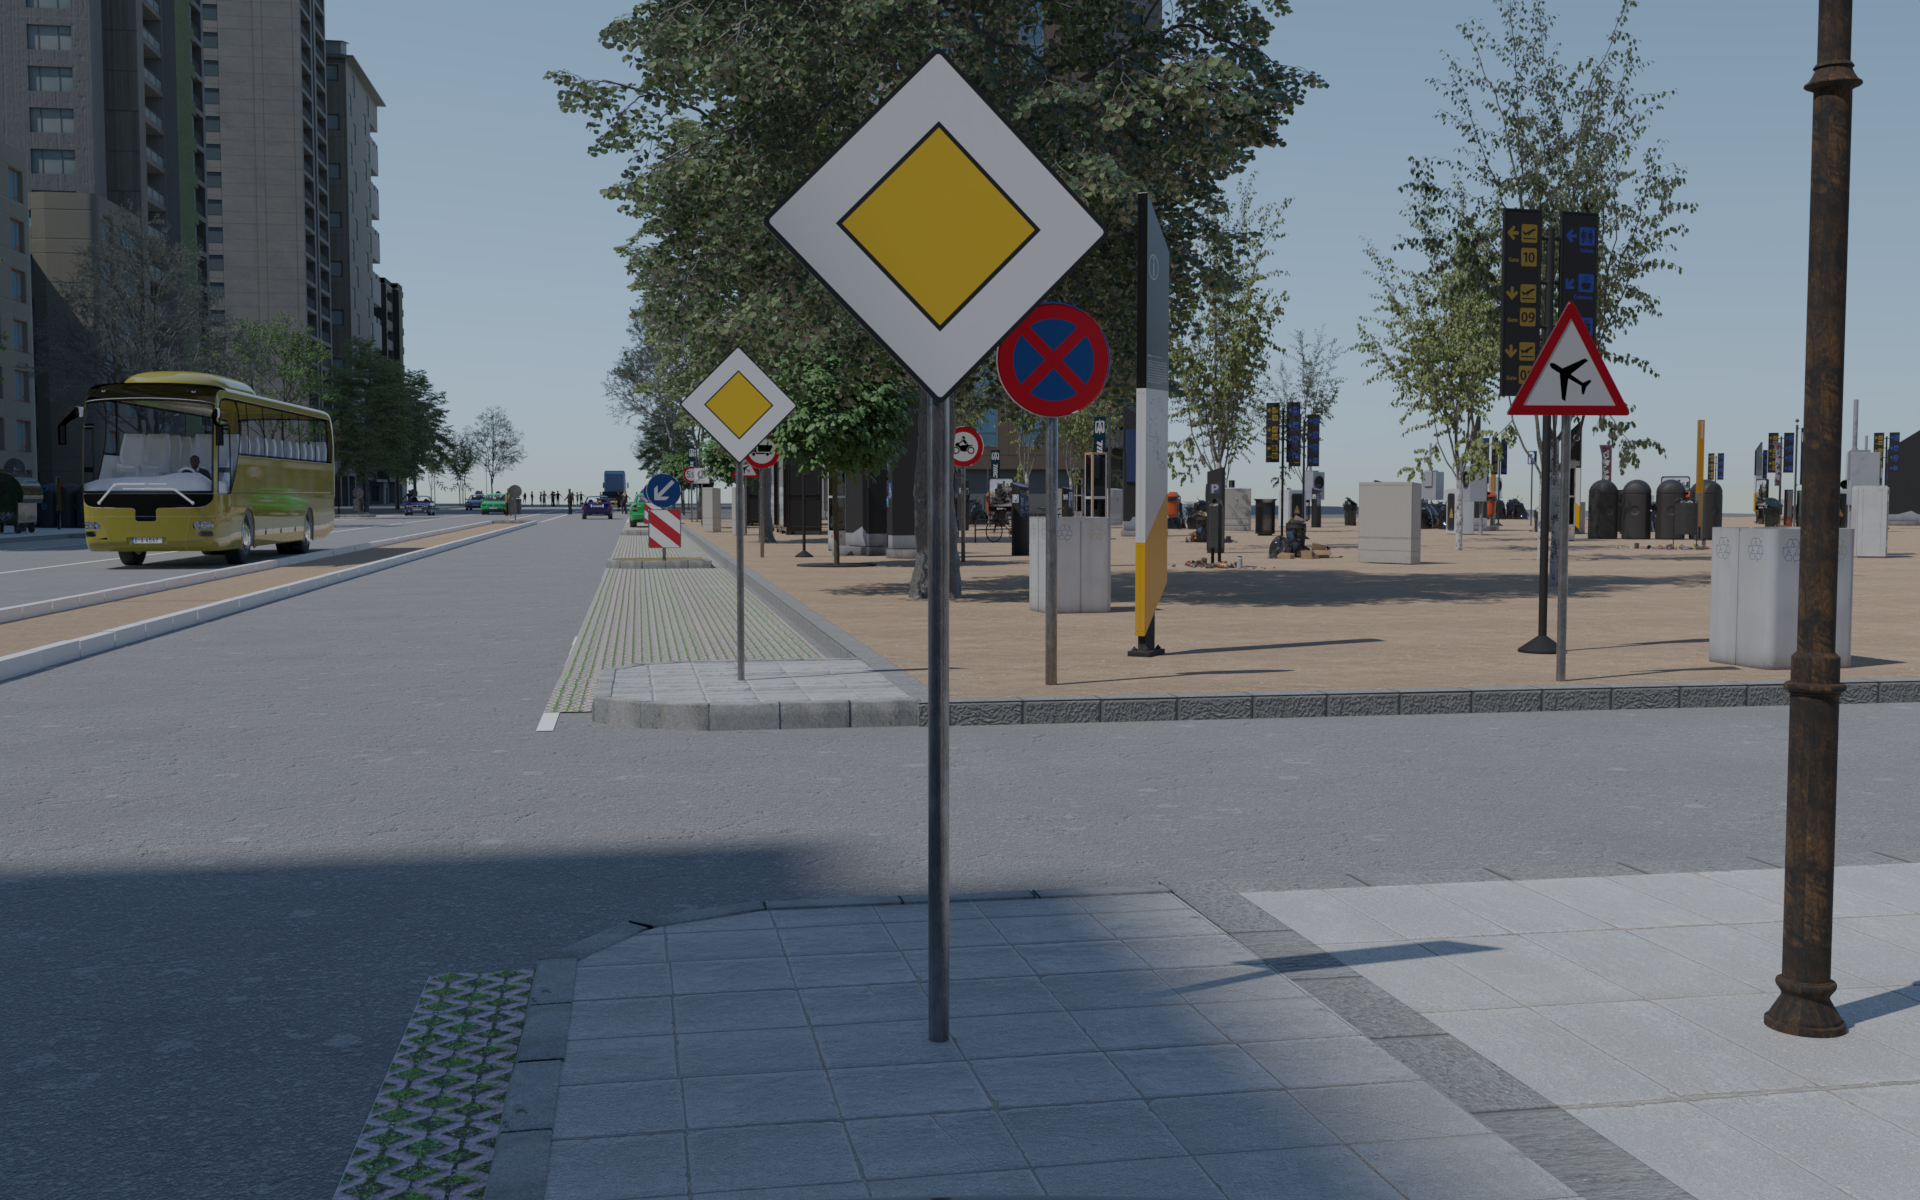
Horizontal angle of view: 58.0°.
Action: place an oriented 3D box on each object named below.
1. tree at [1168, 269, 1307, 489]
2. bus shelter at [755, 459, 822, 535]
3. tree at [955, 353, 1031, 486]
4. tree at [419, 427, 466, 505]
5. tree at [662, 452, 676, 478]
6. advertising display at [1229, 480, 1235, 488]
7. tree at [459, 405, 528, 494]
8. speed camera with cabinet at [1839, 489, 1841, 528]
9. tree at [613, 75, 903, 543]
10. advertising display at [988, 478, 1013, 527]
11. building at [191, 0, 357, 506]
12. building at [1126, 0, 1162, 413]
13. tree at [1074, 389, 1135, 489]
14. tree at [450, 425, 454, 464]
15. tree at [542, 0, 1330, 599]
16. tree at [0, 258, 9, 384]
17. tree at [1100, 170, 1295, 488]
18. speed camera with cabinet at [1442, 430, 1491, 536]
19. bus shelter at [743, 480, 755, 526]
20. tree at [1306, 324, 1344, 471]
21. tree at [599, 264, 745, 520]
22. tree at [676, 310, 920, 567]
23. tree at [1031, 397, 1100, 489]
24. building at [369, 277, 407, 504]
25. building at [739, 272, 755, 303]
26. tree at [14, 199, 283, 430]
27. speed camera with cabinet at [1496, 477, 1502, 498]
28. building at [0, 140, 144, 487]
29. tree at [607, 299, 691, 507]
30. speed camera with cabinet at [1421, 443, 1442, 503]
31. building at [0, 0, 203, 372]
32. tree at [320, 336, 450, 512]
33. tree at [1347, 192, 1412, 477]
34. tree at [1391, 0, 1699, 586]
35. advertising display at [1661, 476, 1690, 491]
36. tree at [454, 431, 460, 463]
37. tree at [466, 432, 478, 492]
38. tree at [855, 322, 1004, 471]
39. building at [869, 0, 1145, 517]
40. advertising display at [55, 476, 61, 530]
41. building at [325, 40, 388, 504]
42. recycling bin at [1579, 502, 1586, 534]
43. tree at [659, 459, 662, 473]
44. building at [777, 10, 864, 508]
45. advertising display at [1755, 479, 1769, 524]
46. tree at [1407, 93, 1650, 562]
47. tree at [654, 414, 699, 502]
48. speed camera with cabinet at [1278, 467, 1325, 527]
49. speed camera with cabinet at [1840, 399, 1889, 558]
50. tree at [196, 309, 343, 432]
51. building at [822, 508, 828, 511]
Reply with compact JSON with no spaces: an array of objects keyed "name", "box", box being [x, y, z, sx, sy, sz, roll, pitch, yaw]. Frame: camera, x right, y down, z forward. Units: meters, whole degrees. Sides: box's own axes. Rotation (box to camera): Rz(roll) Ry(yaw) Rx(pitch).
[{"name":"tree","box":[8.567,-6.539,57.277,4.360,8.622,3.978,0,3,0]},{"name":"bus shelter","box":[-5.426,-4.930,58.234,2.179,5.291,8.768,-1,4,-11]},{"name":"tree","box":[-0.077,-7.850,78.704,4.737,8.622,4.395,0,3,0]},{"name":"tree","box":[-51.754,-13.418,169.745,4.737,8.622,4.395,0,3,0]},{"name":"tree","box":[-8.326,-4.976,65.074,4.285,4.588,4.351,0,3,0]},{"name":"advertising display","box":[12.502,-4.557,79.725,0.123,1.923,0.974,0,4,-1]},{"name":"tree","box":[-63.708,-19.896,235.662,12.009,13.543,11.850,0,3,0]},{"name":"speed camera with cabinet","box":[30.009,-3.919,58.407,2.038,3.252,0.660,0,4,-8]},{"name":"tree","box":[-5.108,-7.756,44.936,7.486,12.596,7.792,0,3,0]},{"name":"advertising display","box":[1.602,-3.830,67.840,0.974,1.923,0.123,0,3,0]},{"name":"building","box":[-75.121,-45.414,180.763,20.563,71.187,20.611,-1,4,-10]},{"name":"building","box":[1.396,-41.815,121.929,20.563,71.187,20.611,-1,4,-10]},{"name":"tree","box":[6.871,-8.281,85.753,4.360,8.622,3.978,0,3,0]},{"name":"tree","box":[-47.728,-13.941,146.064,7.486,12.596,7.792,0,3,0]},{"name":"tree","box":[-0.193,-7.005,21.180,9.857,13.997,8.962,0,3,0]},{"name":"tree","box":[-29.104,-6.049,49.272,4.737,8.622,4.395,0,3,0]},{"name":"tree","box":[5.849,-5.480,39.952,4.737,8.622,4.395,0,3,0]},{"name":"speed camera with cabinet","box":[15.836,-3.658,54.149,0.660,3.252,2.038,0,4,-3]},{"name":"bus shelter","box":[-8.501,-5.836,73.043,2.179,5.291,8.768,-1,4,-11]},{"name":"tree","box":[14.706,-7.610,74.785,4.360,8.622,3.978,0,3,0]},{"name":"tree","box":[-12.978,-10.807,87.058,12.009,13.543,11.850,0,3,0]},{"name":"tree","box":[-2.138,-2.885,30.878,4.285,4.588,4.351,0,3,0]},{"name":"tree","box":[5.304,-7.876,79.132,4.737,8.622,4.395,0,3,0]},{"name":"building","box":[-80.812,-27.825,226.645,14.160,30.474,14.107,-1,4,-10]},{"name":"building","box":[-18.528,-35.305,231.858,22.147,44.769,28.867,-1,4,-10]},{"name":"tree","box":[-34.214,-9.954,73.121,12.009,13.543,11.850,0,3,0]},{"name":"speed camera with cabinet","box":[28.252,-5.967,91.894,0.660,3.252,2.038,2,4,30]},{"name":"building","box":[-62.157,-15.098,91.900,27.650,21.520,28.899,-1,4,-10]},{"name":"tree","box":[-30.052,-19.271,170.971,12.611,20.169,13.585,0,3,0]},{"name":"speed camera with cabinet","box":[18.813,-4.431,66.777,0.660,3.252,2.038,-3,5,-39]},{"name":"building","box":[-59.157,-26.308,113.727,14.154,41.232,14.086,-1,4,-10]},{"name":"tree","box":[-42.502,-12.621,124.472,7.486,12.596,7.792,0,3,0]},{"name":"tree","box":[11.130,-5.423,39.033,4.737,8.622,4.395,0,3,0]},{"name":"tree","box":[8.183,-4.491,23.798,4.360,8.622,3.978,0,3,0]},{"name":"advertising display","box":[25.581,-3.471,61.963,0.974,1.923,0.123,2,4,24]},{"name":"tree","box":[-49.313,-14.597,156.790,7.486,12.596,7.792,0,3,0]},{"name":"tree","box":[-58.537,-15.465,203.210,4.737,8.622,4.395,0,3,0]},{"name":"tree","box":[-0.777,-6.426,55.430,4.360,8.622,3.978,0,3,0]},{"name":"building","box":[2.277,-27.794,104.540,14.600,45.320,14.200,-1,4,-10]},{"name":"advertising display","box":[-32.745,-3.528,62.892,0.123,1.923,0.974,-2,4,-31]},{"name":"building","box":[-83.859,-37.618,204.285,28.713,52.752,27.495,-1,4,-10]},{"name":"recycling bin","box":[19.860,-2.668,56.169,0.722,1.027,0.722,1,4,13]},{"name":"tree","box":[-18.939,-8.222,118.145,4.285,4.588,4.351,0,3,0]},{"name":"building","box":[-14.728,-46.940,205.720,20.563,71.187,20.611,-1,4,-10]},{"name":"advertising display","box":[34.095,-4.185,73.640,0.123,1.923,0.974,0,4,0]},{"name":"tree","box":[10.967,-5.033,32.650,4.737,8.622,4.395,0,3,0]},{"name":"tree","box":[-24.215,-12.178,149.479,4.737,8.622,4.395,0,3,0]},{"name":"speed camera with cabinet","box":[13.322,-4.474,67.479,2.038,3.252,0.660,-3,4,-37]},{"name":"speed camera with cabinet","box":[18.636,-2.521,35.551,0.660,3.252,2.038,1,4,21]},{"name":"tree","box":[-39.102,-10.585,98.818,9.928,11.665,9.643,0,3,0]},{"name":"building","box":[-1.940,-43.070,142.440,20.563,71.187,20.611,-1,4,-10]}]
